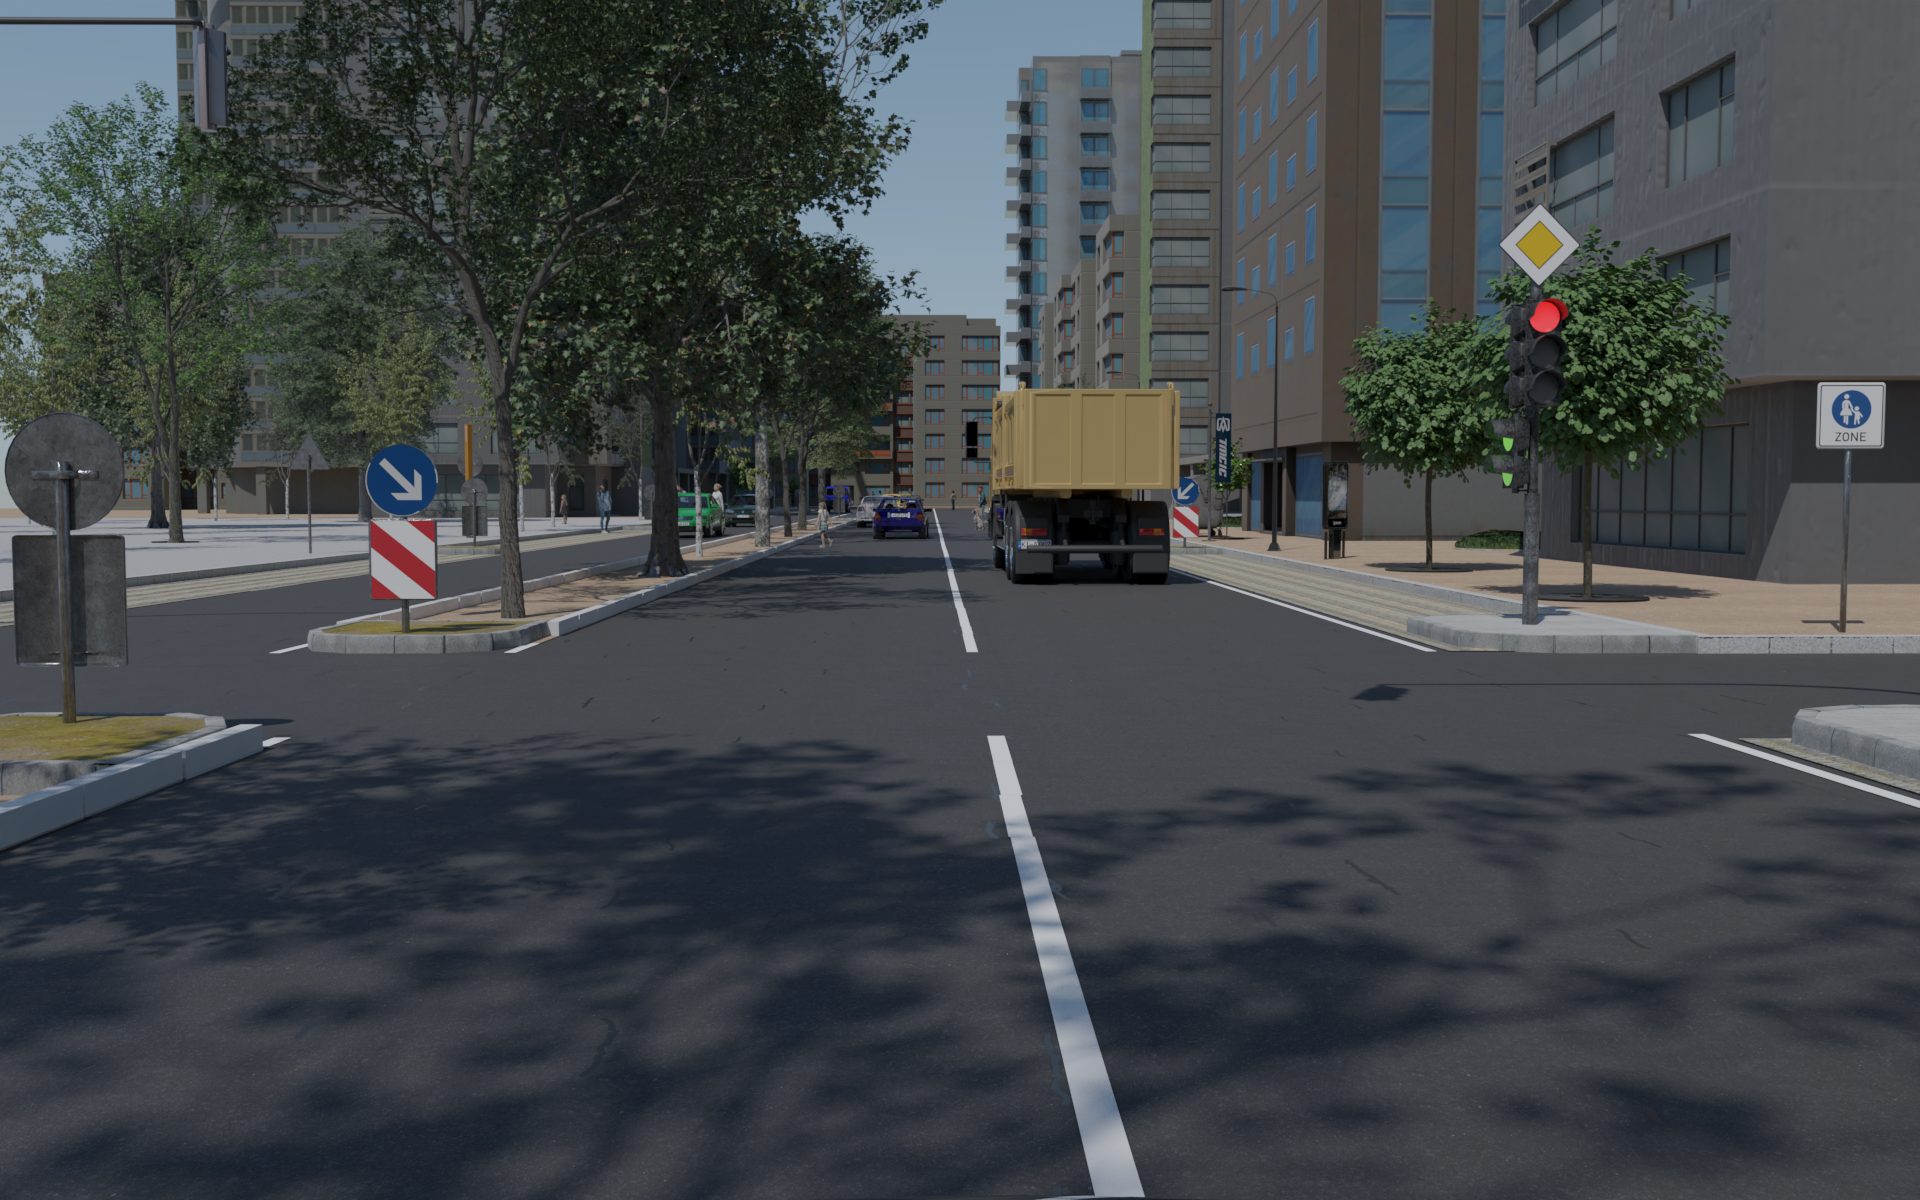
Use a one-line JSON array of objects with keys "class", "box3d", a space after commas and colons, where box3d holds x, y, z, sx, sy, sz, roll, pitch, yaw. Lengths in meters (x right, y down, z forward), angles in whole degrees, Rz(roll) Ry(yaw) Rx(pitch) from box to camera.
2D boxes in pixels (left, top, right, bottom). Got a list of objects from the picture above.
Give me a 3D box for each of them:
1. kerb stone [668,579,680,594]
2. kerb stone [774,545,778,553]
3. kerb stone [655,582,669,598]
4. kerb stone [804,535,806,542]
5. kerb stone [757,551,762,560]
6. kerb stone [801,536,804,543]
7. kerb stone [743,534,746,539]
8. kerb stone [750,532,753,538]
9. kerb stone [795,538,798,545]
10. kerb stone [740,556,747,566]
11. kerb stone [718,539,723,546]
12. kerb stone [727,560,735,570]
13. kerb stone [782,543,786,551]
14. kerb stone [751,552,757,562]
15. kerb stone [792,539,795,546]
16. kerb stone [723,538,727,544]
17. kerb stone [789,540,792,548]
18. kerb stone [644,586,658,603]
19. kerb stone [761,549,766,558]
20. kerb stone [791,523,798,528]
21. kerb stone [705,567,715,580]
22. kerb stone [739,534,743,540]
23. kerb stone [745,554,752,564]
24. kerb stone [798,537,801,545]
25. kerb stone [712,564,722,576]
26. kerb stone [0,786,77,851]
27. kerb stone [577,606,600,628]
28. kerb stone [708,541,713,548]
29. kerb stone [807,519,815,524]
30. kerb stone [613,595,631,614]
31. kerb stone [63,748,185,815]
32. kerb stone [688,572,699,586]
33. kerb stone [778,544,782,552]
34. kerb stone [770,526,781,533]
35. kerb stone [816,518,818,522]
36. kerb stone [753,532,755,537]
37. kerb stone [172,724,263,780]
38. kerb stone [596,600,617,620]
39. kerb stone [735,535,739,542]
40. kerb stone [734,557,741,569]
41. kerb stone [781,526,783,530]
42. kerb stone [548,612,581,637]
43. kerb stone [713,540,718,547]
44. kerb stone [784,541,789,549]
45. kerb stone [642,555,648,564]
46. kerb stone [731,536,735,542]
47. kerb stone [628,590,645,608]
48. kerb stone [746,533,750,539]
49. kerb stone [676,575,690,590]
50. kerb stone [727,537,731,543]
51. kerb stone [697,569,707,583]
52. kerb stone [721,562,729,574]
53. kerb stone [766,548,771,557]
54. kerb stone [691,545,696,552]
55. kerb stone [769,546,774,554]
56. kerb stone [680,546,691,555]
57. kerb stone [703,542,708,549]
[{"class": "kerb stone", "box3d": [-4.231, -0.174, 25.091, 0.120, 0.150, 1.000, 0, 4, -1]}, {"class": "kerb stone", "box3d": [-4.525, -1.181, 41.504, 0.120, 0.150, 1.000, 0, 4, -1]}, {"class": "kerb stone", "box3d": [-4.216, -0.115, 24.069, 0.120, 0.150, 1.000, 0, 4, -1]}, {"class": "kerb stone", "box3d": [-4.674, -1.744, 50.717, 0.120, 0.150, 1.000, 0, 4, -1]}, {"class": "kerb stone", "box3d": [-4.447, -0.930, 37.408, 0.120, 0.150, 1.000, 0, 4, -1]}, {"class": "kerb stone", "box3d": [-4.653, -1.682, 49.695, 0.120, 0.150, 1.000, 0, 4, -1]}, {"class": "kerb stone", "box3d": [-6.835, -1.928, 53.781, 0.120, 0.150, 1.000, 0, 4, -1]}, {"class": "kerb stone", "box3d": [-6.871, -2.053, 55.825, 0.120, 0.150, 1.000, 0, 4, -1]}, {"class": "kerb stone", "box3d": [-4.619, -1.557, 47.645, 0.120, 0.150, 1.000, 0, 4, -1]}, {"class": "kerb stone", "box3d": [-4.387, -0.742, 34.332, 0.120, 0.150, 1.000, 0, 4, -1]}, {"class": "kerb stone", "box3d": [-6.717, -1.553, 47.641, 0.120, 0.150, 1.000, 0, 4, -1]}, {"class": "kerb stone", "box3d": [-4.359, -0.614, 32.264, 0.120, 0.150, 1.000, 0, 4, -1]}, {"class": "kerb stone", "box3d": [-4.543, -1.305, 43.549, 0.120, 0.150, 1.000, 0, 4, -1]}, {"class": "kerb stone", "box3d": [-4.423, -0.868, 36.386, 0.120, 0.150, 1.000, 0, 4, -1]}, {"class": "kerb stone", "box3d": [-4.601, -1.494, 46.616, 0.120, 0.150, 1.000, 0, 4, -1]}, {"class": "kerb stone", "box3d": [-6.741, -1.618, 48.663, 0.120, 0.150, 1.000, 0, 4, -1]}, {"class": "kerb stone", "box3d": [-4.587, -1.431, 45.594, 0.120, 0.150, 1.000, 0, 4, -1]}, {"class": "kerb stone", "box3d": [-4.190, -0.050, 23.047, 0.120, 0.150, 1.000, 0, 4, -1]}, {"class": "kerb stone", "box3d": [-4.463, -0.990, 38.433, 0.120, 0.150, 1.000, 0, 4, -1]}, {"class": "kerb stone", "box3d": [-7.227, -3.310, 76.314, 0.120, 0.150, 1.000, 0, 4, -1]}, {"class": "kerb stone", "box3d": [-4.293, -0.423, 29.182, 0.120, 0.150, 1.000, 0, 4, -1]}, {"class": "kerb stone", "box3d": [-6.816, -1.869, 52.756, 0.120, 0.150, 1.000, 0, 4, -1]}, {"class": "kerb stone", "box3d": [-4.412, -0.805, 35.364, 0.120, 0.150, 1.000, 0, 4, -1]}, {"class": "kerb stone", "box3d": [-4.639, -1.619, 48.672, 0.120, 0.150, 1.000, 0, 4, -1]}, {"class": "kerb stone", "box3d": [-4.319, -0.490, 30.204, 0.120, 0.150, 1.000, 0, 4, -1]}, {"class": "kerb stone", "box3d": [-3.915, 0.921, 7.131, 0.120, 0.150, 1.000, 0, 4, -1]}, {"class": "kerb stone", "box3d": [-4.120, 0.199, 18.945, 0.120, 0.150, 1.000, 0, 4, -1]}, {"class": "kerb stone", "box3d": [-6.689, -1.431, 45.593, 0.120, 0.150, 1.000, 0, 4, -1]}, {"class": "kerb stone", "box3d": [-7.383, -3.873, 85.519, 0.120, 0.150, 1.000, 0, 4, -1]}, {"class": "kerb stone", "box3d": [-4.164, 0.073, 21.001, 0.120, 0.150, 1.000, 0, 4, -1]}, {"class": "kerb stone", "box3d": [-3.939, 0.859, 8.159, 0.120, 0.150, 1.000, 0, 4, -1]}, {"class": "kerb stone", "box3d": [-4.263, -0.301, 27.138, 0.120, 0.150, 1.000, 0, 4, -1]}, {"class": "kerb stone", "box3d": [-4.526, -1.244, 42.527, 0.120, 0.150, 1.000, 0, 4, -1]}, {"class": "kerb stone", "box3d": [-7.047, -2.684, 66.076, 0.120, 0.150, 1.000, 0, 4, -1]}, {"class": "kerb stone", "box3d": [-7.419, -3.998, 87.575, 0.120, 0.150, 1.000, 0, 4, -1]}, {"class": "kerb stone", "box3d": [-6.882, -2.119, 56.848, 0.120, 0.150, 1.000, 0, 4, -1]}, {"class": "kerb stone", "box3d": [-3.950, 0.801, 9.185, 0.120, 0.150, 1.000, 0, 4, -1]}, {"class": "kerb stone", "box3d": [-4.142, 0.139, 19.972, 0.120, 0.150, 1.000, 0, 4, -1]}, {"class": "kerb stone", "box3d": [-6.789, -1.807, 51.733, 0.120, 0.150, 1.000, 0, 4, -1]}, {"class": "kerb stone", "box3d": [-4.368, -0.679, 33.296, 0.120, 0.150, 1.000, 0, 4, -1]}, {"class": "kerb stone", "box3d": [-7.068, -2.747, 67.104, 0.120, 0.150, 1.000, 0, 4, -1]}, {"class": "kerb stone", "box3d": [-4.104, 0.262, 17.913, 0.120, 0.150, 1.000, 0, 4, -1]}, {"class": "kerb stone", "box3d": [-6.705, -1.489, 46.619, 0.120, 0.150, 1.000, 0, 4, -1]}, {"class": "kerb stone", "box3d": [-4.564, -1.369, 44.571, 0.120, 0.150, 1.000, 0, 4, -1]}, {"class": "kerb stone", "box3d": [-6.505, -0.803, 35.329, 0.120, 0.150, 1.000, 0, 4, -1]}, {"class": "kerb stone", "box3d": [-6.774, -1.744, 50.708, 0.120, 0.150, 1.000, 0, 4, -1]}, {"class": "kerb stone", "box3d": [-4.179, 0.010, 22.024, 0.120, 0.150, 1.000, 0, 4, -1]}, {"class": "kerb stone", "box3d": [-6.847, -1.994, 54.803, 0.120, 0.150, 1.000, 0, 4, -1]}, {"class": "kerb stone", "box3d": [-4.243, -0.240, 26.113, 0.120, 0.150, 1.000, 0, 4, -1]}, {"class": "kerb stone", "box3d": [-6.755, -1.681, 49.685, 0.120, 0.150, 1.000, 0, 4, -1]}, {"class": "kerb stone", "box3d": [-4.280, -0.365, 28.160, 0.120, 0.150, 1.000, 0, 4, -1]}, {"class": "kerb stone", "box3d": [-4.336, -0.553, 31.232, 0.120, 0.150, 1.000, 0, 4, -1]}, {"class": "kerb stone", "box3d": [-4.475, -1.056, 39.459, 0.120, 0.150, 1.000, 0, 4, -1]}, {"class": "kerb stone", "box3d": [-6.637, -1.243, 42.519, 0.120, 0.150, 1.000, 0, 4, -1]}, {"class": "kerb stone", "box3d": [-4.505, -1.118, 40.482, 0.120, 0.150, 1.000, 0, 4, -1]}, {"class": "kerb stone", "box3d": [-6.624, -1.180, 41.496, 0.120, 0.150, 1.000, 0, 4, -1]}, {"class": "kerb stone", "box3d": [-6.672, -1.369, 44.571, 0.120, 0.150, 1.000, 0, 4, -1]}]
